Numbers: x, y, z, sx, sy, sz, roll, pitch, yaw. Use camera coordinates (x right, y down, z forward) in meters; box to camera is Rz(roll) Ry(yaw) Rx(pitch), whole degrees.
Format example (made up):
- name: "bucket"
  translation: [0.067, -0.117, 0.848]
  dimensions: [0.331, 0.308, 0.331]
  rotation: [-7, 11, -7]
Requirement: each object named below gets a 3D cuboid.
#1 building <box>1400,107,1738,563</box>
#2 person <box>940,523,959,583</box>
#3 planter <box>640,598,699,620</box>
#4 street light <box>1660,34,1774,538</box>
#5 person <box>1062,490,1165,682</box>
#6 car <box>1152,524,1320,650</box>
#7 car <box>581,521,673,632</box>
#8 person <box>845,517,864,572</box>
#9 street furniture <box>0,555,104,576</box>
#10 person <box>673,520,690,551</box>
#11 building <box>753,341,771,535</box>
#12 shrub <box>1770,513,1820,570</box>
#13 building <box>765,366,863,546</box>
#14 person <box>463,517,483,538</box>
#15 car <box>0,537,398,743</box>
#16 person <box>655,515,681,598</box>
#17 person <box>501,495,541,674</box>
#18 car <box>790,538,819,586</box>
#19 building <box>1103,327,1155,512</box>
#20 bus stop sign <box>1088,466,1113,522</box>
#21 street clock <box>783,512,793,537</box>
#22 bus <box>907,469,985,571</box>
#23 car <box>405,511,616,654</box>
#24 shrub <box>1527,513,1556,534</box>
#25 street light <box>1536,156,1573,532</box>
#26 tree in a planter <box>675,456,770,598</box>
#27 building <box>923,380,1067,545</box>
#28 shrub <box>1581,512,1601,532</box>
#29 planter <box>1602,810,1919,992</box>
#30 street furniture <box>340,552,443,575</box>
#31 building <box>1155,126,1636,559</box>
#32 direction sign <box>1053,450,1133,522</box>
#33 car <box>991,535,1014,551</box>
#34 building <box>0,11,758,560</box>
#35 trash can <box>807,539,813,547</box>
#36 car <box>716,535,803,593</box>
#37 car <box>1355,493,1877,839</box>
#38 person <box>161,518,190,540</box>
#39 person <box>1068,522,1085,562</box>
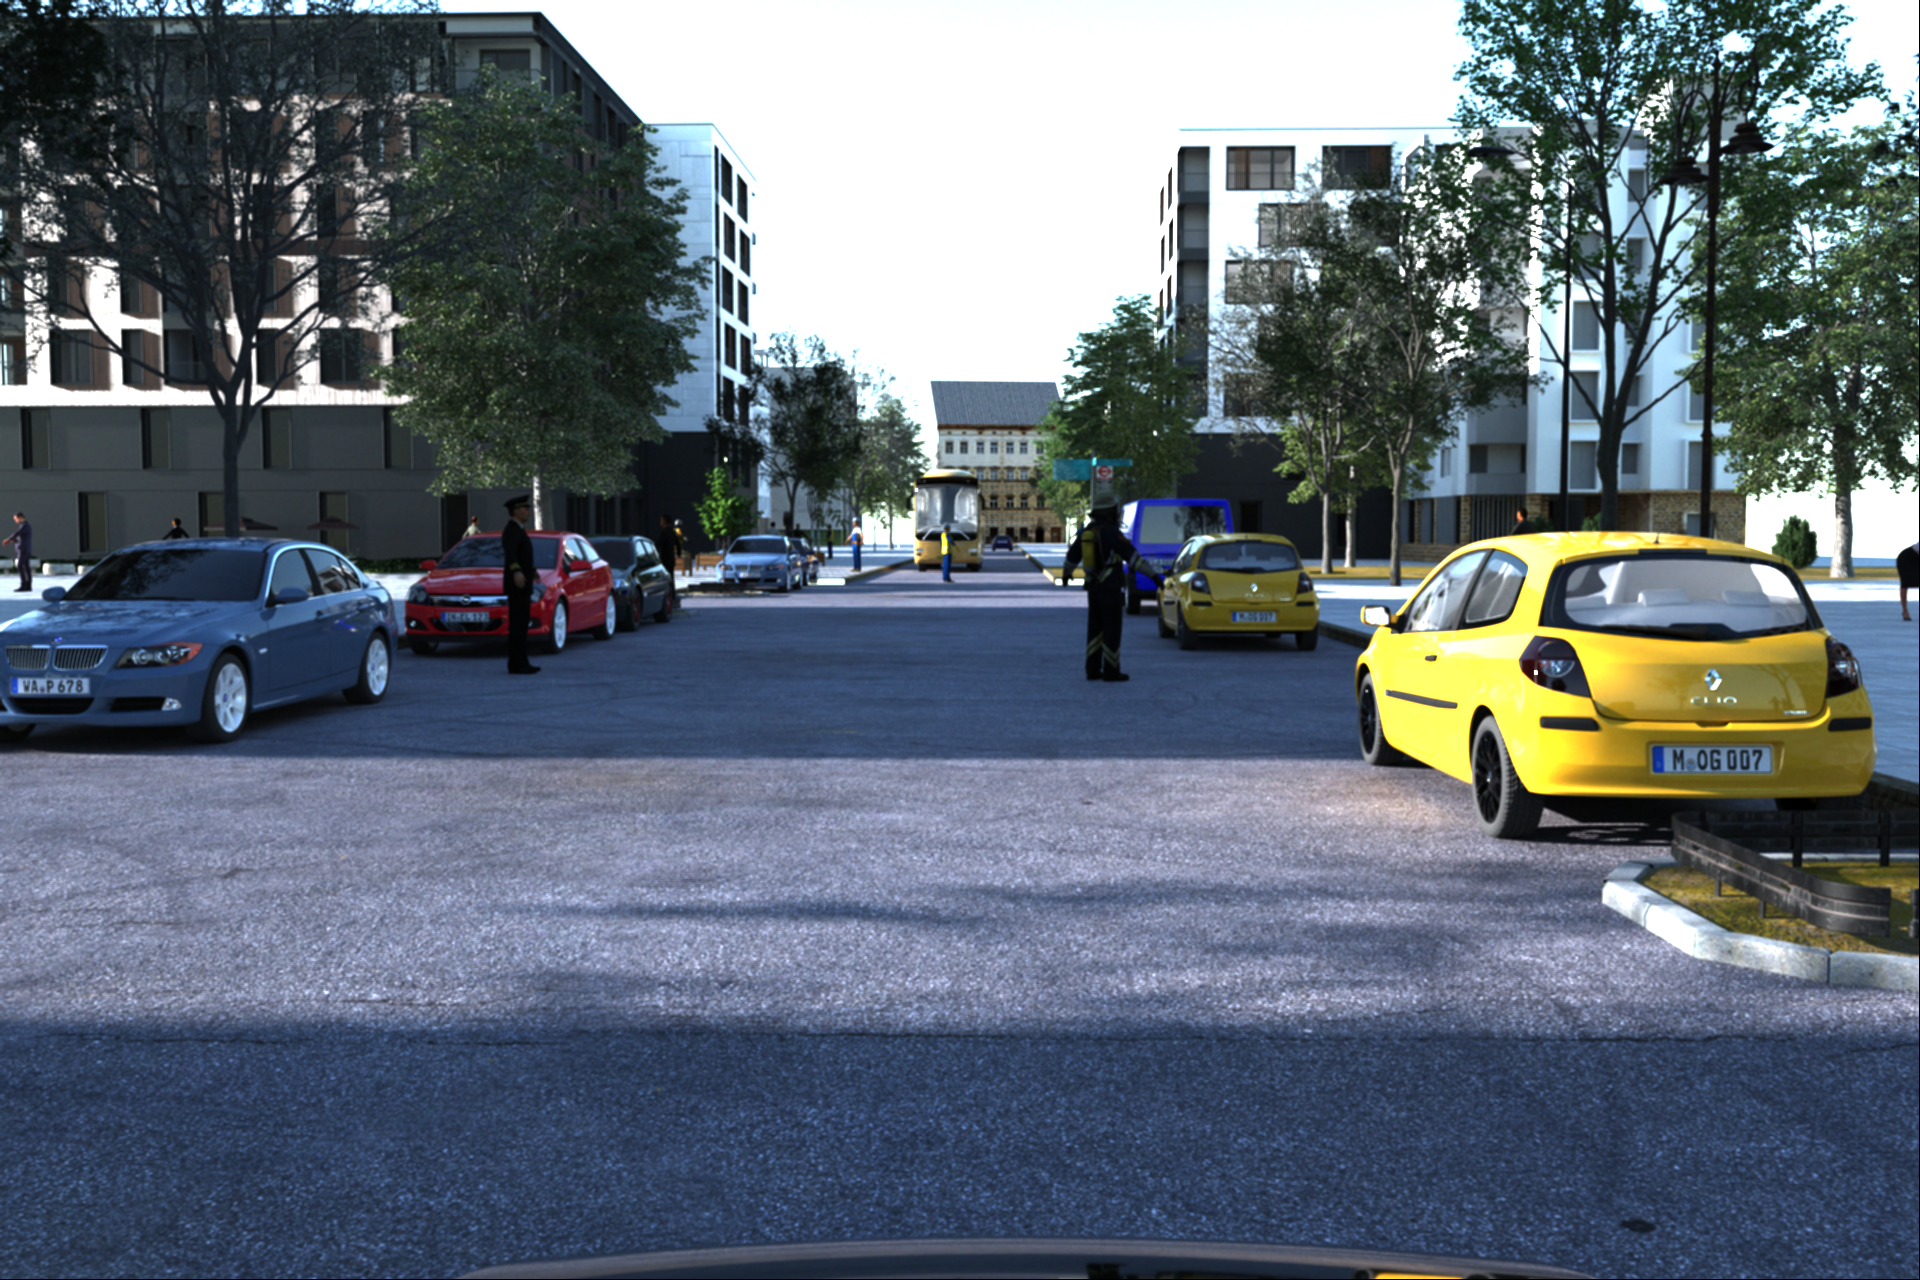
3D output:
- name: "building"
  translation: [26.531, -13.877, 83.315]
  dimensions: [16.016, 20.090, 11.380]
  rotation: [0, 4, 2]
- name: "person"
  translation: [-0.301, -2.590, 51.264]
  dimensions: [0.721, 1.772, 1.216]
  rotation: [-1, 4, -22]
- name: "planter"
  translation: [-5.593, -0.542, 29.995]
  dimensions: [1.991, 0.319, 1.994]
  rotation: [0, 4, 1]
- name: "street light"
  translation: [7.224, -2.686, 16.701]
  dimensions: [0.468, 5.910, 1.993]
  rotation: [0, 4, 1]
- name: "person"
  translation: [1.435, -0.533, 16.952]
  dimensions: [0.705, 1.856, 1.354]
  rotation: [-3, 5, -41]
- name: "car"
  translation: [3.579, -0.768, 22.778]
  dimensions: [2.015, 1.641, 3.980]
  rotation: [0, 4, 1]
- name: "car"
  translation: [-5.576, -1.034, 26.700]
  dimensions: [2.009, 1.686, 4.222]
  rotation: [0, 4, 1]
- name: "person"
  translation: [-3.549, -3.257, 59.105]
  dimensions: [0.705, 1.847, 1.347]
  rotation: [-2, 4, -30]
- name: "street furniture"
  translation: [-28.748, -2.521, 56.838]
  dimensions: [5.734, 0.657, 10.072]
  rotation: [3, 4, 35]
- name: "person"
  translation: [-11.147, -3.852, 68.747]
  dimensions: [0.705, 1.858, 1.354]
  rotation: [-3, 5, -41]
- name: "building"
  translation: [-24.973, -18.968, 166.544]
  dimensions: [16.016, 20.090, 11.380]
  rotation: [0, 4, 2]
- name: "shrub"
  translation: [29.784, -3.531, 61.781]
  dimensions: [1.661, 2.075, 1.752]
  rotation: [0, 3, 0]
- name: "building"
  translation: [-20.666, -20.314, 198.597]
  dimensions: [16.747, 18.905, 31.486]
  rotation: [0, 4, 1]
- name: "person"
  translation: [-14.384, -2.766, 51.497]
  dimensions: [1.348, 1.796, 0.705]
  rotation: [2, 4, 32]
- name: "car"
  translation: [-5.823, -0.086, 13.412]
  dimensions: [2.014, 1.417, 4.499]
  rotation: [0, 4, 2]
- name: "person"
  translation: [-5.686, -1.515, 33.459]
  dimensions: [0.704, 1.802, 1.346]
  rotation: [1, 4, 20]
- name: "person"
  translation: [-4.519, -0.579, 17.857]
  dimensions: [0.705, 1.837, 1.347]
  rotation: [0, 4, -7]
- name: "car"
  translation: [-5.011, -2.223, 48.930]
  dimensions: [1.945, 1.354, 3.894]
  rotation: [0, 4, 1]
- name: "building"
  translation: [29.130, -20.963, 186.720]
  dimensions: [27.936, 21.610, 32.646]
  rotation: [0, 4, 1]
- name: "bus stop sign"
  translation: [4.936, -4.416, 60.911]
  dimensions: [0.855, 3.939, 0.416]
  rotation: [0, 4, 1]
- name: "street clock"
  translation: [-5.558, -3.138, 55.884]
  dimensions: [0.358, 2.002, 0.471]
  rotation: [0, 4, 2]
- name: "bus"
  translation: [-0.344, -4.774, 69.594]
  dimensions: [2.896, 3.916, 12.252]
  rotation: [0, 4, 2]
- name: "car"
  translation: [-5.637, -0.795, 22.036]
  dimensions: [2.155, 1.783, 4.494]
  rotation: [0, 4, 1]
- name: "shrub"
  translation: [21.917, -3.771, 65.702]
  dimensions: [1.661, 2.075, 1.752]
  rotation: [0, 3, 0]
- name: "street light"
  translation: [7.846, -2.955, 20.859]
  dimensions: [1.470, 5.913, 1.316]
  rotation: [0, 4, 1]
- name: "tree in a planter"
  translation: [-5.421, -2.599, 39.709]
  dimensions: [1.991, 3.239, 1.994]
  rotation: [0, 4, 2]
- name: "building"
  translation: [4.692, -25.263, 246.434]
  dimensions: [18.063, 23.208, 19.493]
  rotation: [0, 4, -7]
- name: "shrub"
  translation: [22.654, -3.518, 61.567]
  dimensions: [1.661, 2.075, 1.752]
  rotation: [0, 3, 0]
- name: "planter"
  translation: [3.484, 0.906, 6.327]
  dimensions: [1.991, 0.319, 1.994]
  rotation: [0, 4, 1]
- name: "street furniture"
  translation: [-18.116, -2.624, 58.526]
  dimensions: [5.734, 0.657, 10.072]
  rotation: [-2, 4, -32]
- name: "building"
  translation: [25.424, -15.878, 103.577]
  dimensions: [27.936, 21.610, 32.646]
  rotation: [0, 4, 2]
- name: "direction sign"
  translation: [4.222, -4.023, 54.532]
  dimensions: [2.525, 3.948, 1.411]
  rotation: [0, 3, 0]
- name: "car"
  translation: [3.583, -8.206, 146.753]
  dimensions: [1.945, 1.354, 3.894]
  rotation: [0, 4, 0]
- name: "building"
  translation: [-26.277, -14.731, 84.824]
  dimensions: [27.936, 21.610, 32.646]
  rotation: [0, 4, 2]
- name: "trash can"
  translation: [-4.931, -2.592, 54.031]
  dimensions: [0.748, 1.137, 0.748]
  rotation: [0, 3, 0]
- name: "car"
  translation: [-5.005, -1.940, 43.729]
  dimensions: [2.014, 1.417, 4.499]
  rotation: [0, 4, 1]
- name: "car"
  translation: [3.349, 0.040, 9.565]
  dimensions: [2.015, 1.641, 3.980]
  rotation: [0, 4, 1]
- name: "person"
  translation: [-22.754, -2.659, 50.193]
  dimensions: [0.721, 1.740, 1.216]
  rotation: [1, 4, 22]
- name: "person"
  translation: [5.599, -4.476, 79.303]
  dimensions: [1.347, 1.817, 0.704]
  rotation: [-1, 4, -15]
